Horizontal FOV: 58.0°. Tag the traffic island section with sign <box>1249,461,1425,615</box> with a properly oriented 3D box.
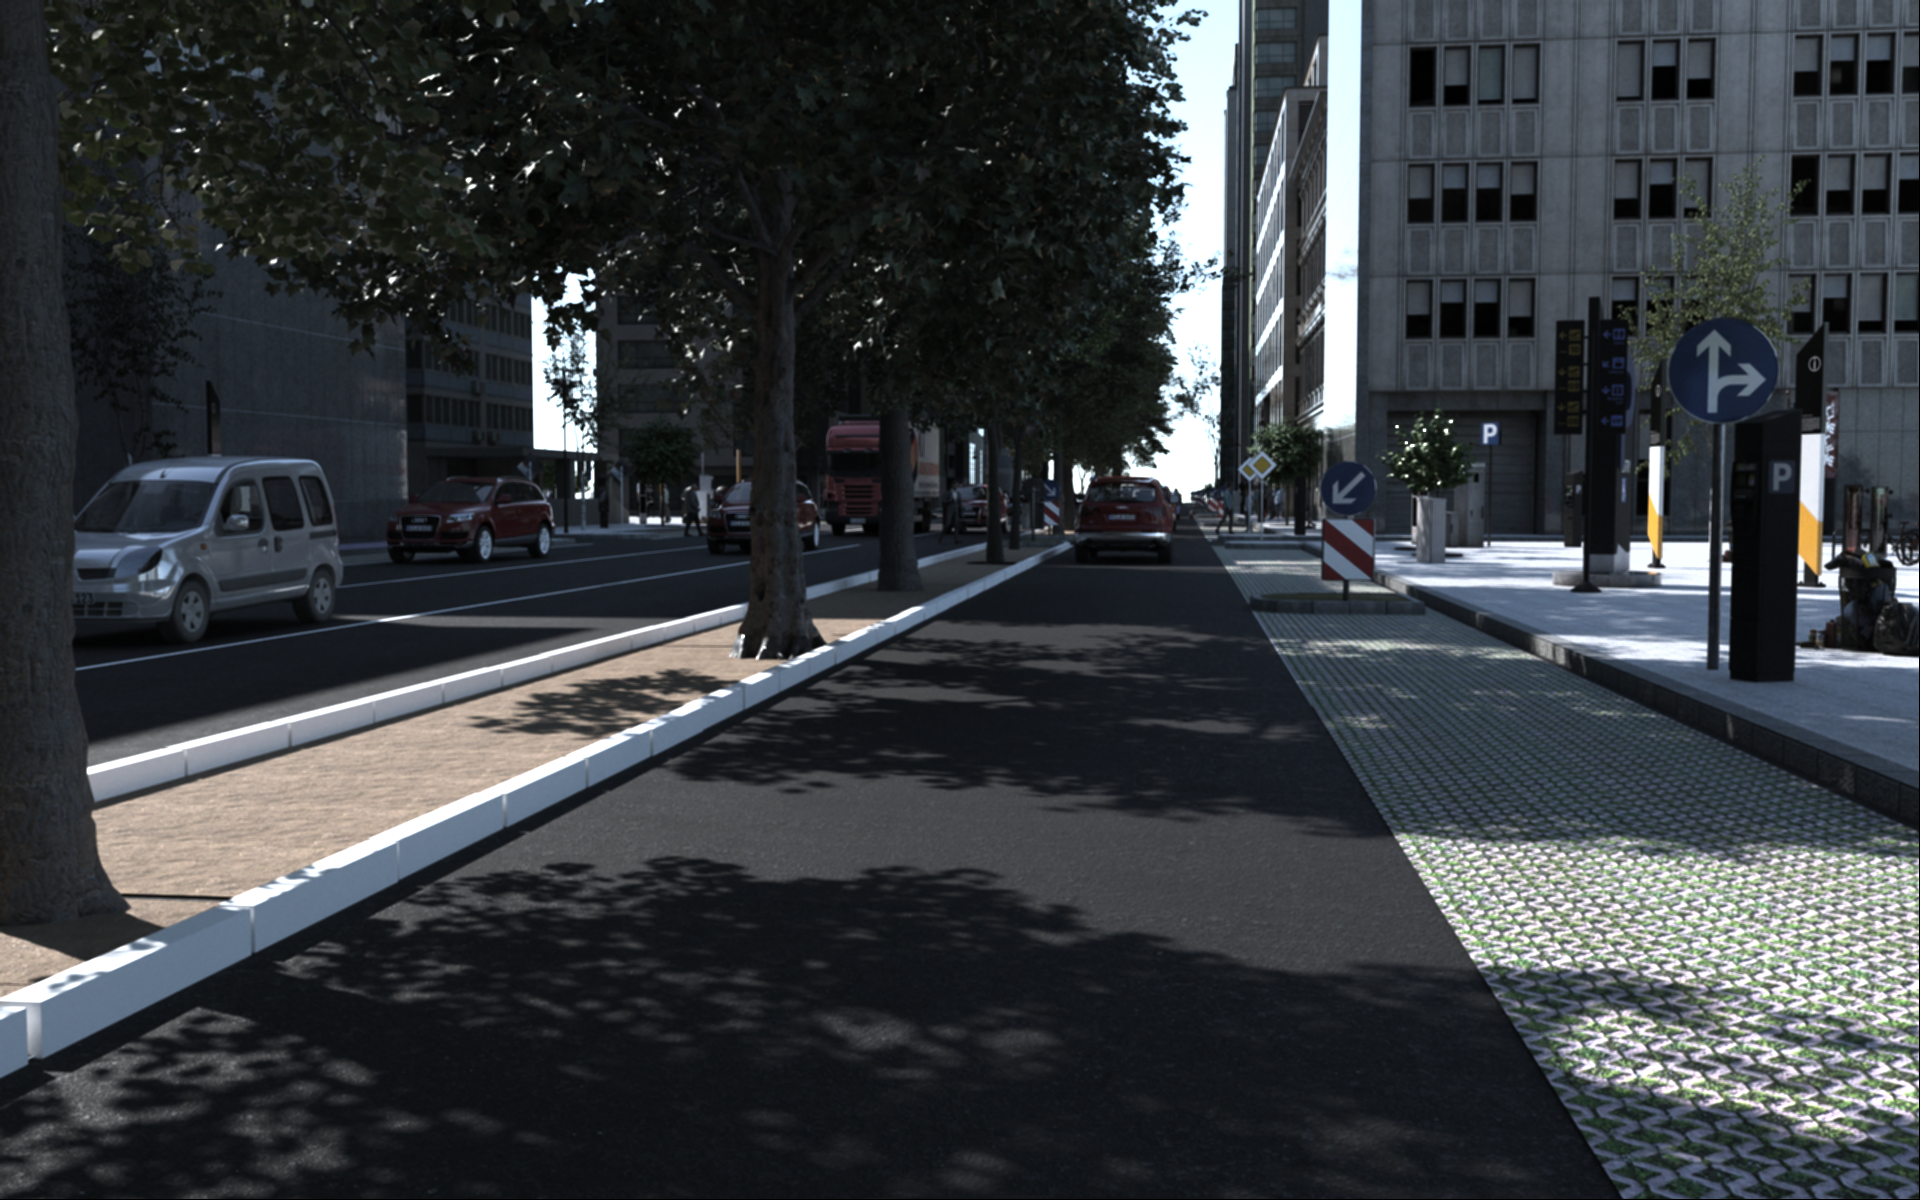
[{"bbox_3d":[4.616,-0.783,21.438,1.989,1.847,2.006,0,4,7],"label":"traffic island section with sign"}]

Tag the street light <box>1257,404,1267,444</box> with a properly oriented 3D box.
[{"bbox_3d":[15.517,-7.122,89.229,0.468,5.910,1.993,0,4,7],"label":"street light"}]

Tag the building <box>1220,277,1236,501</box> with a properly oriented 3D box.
[{"bbox_3d":[41.635,-28.035,230.067,14.160,30.474,14.107,0,4,7],"label":"building"}]

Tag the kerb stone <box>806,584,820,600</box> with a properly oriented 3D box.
[{"bbox_3d":[-2.088,-0.078,23.472,0.120,0.150,1.000,0,4,7],"label":"kerb stone"}]

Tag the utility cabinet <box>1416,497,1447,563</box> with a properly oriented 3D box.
[{"bbox_3d":[8.847,-1.306,32.515,0.306,1.237,1.020,0,3,0],"label":"utility cabinet"}]

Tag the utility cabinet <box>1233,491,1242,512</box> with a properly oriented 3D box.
[{"bbox_3d":[19.575,-6.870,120.995,0.318,1.500,1.173,-3,4,-36],"label":"utility cabinet"}]

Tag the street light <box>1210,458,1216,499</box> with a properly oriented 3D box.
[{"bbox_3d":[29.950,-14.123,203.696,0.468,5.910,1.993,0,4,7],"label":"street light"}]

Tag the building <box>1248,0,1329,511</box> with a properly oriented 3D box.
[{"bbox_3d":[30.025,-27.751,137.320,14.154,41.232,14.086,0,4,7],"label":"building"}]

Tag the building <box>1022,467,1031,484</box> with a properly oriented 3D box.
[{"bbox_3d":[-1.033,-39.118,259.188,23.786,49.044,30.456,0,4,7],"label":"building"}]

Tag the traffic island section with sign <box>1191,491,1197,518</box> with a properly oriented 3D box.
[{"bbox_3d":[14.969,-5.789,103.283,1.989,1.847,2.006,0,4,7],"label":"traffic island section with sign"}]

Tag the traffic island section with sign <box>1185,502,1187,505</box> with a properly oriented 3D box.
[{"bbox_3d":[24.650,-10.478,179.943,1.989,1.847,2.006,0,4,7],"label":"traffic island section with sign"}]

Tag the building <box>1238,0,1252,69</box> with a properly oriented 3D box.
[{"bbox_3d":[40.238,-39.367,185.649,21.231,58.520,28.212,0,4,7],"label":"building"}]

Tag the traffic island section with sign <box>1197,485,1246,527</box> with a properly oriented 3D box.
[{"bbox_3d":[11.534,-4.128,76.123,1.989,1.847,2.006,0,4,7],"label":"traffic island section with sign"}]

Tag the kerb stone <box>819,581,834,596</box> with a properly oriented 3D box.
[{"bbox_3d":[-1.969,-0.139,24.488,0.120,0.150,1.000,0,4,7],"label":"kerb stone"}]

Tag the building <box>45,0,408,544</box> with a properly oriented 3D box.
[{"bbox_3d":[-25.929,-13.740,42.675,19.932,24.808,12.078,0,4,7],"label":"building"}]

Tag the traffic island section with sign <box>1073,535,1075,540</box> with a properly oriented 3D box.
[{"bbox_3d":[2.866,-2.825,54.326,2.006,1.907,1.989,0,4,7],"label":"traffic island section with sign"}]

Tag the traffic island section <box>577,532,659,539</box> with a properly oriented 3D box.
[{"bbox_3d":[-11.037,-2.088,56.424,2.009,0.180,2.903,0,4,7],"label":"traffic island section"}]

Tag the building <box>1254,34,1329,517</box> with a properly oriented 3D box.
[{"bbox_3d":[29.247,-18.673,109.817,19.350,26.468,34.151,0,4,7],"label":"building"}]

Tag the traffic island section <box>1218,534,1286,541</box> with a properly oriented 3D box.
[{"bbox_3d":[9.044,-1.933,53.890,2.009,0.180,2.903,0,4,7],"label":"traffic island section"}]

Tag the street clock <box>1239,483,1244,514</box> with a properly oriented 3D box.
[{"bbox_3d":[17.801,-6.398,109.172,0.471,2.002,0.358,-3,5,-40],"label":"street clock"}]

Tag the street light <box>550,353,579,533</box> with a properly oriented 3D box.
[{"bbox_3d":[-13.002,-5.150,56.997,0.468,5.910,1.993,0,4,7],"label":"street light"}]

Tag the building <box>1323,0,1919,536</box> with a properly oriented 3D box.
[{"bbox_3d":[22.913,-14.679,58.024,19.932,24.808,12.078,0,4,7],"label":"building"}]

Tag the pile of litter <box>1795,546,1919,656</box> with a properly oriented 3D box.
[{"bbox_3d":[7.615,-0.021,14.307,1.176,0.858,1.719,-1,4,-11],"label":"pile of litter"}]

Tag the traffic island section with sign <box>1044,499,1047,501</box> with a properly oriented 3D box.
[{"bbox_3d":[11.834,-13.988,237.325,1.989,1.847,2.006,0,4,7],"label":"traffic island section with sign"}]

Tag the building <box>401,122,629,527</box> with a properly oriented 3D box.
[{"bbox_3d":[-31.480,-23.159,70.538,32.217,40.220,23.993,0,4,7],"label":"building"}]

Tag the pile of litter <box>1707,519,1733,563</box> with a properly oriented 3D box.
[{"bbox_3d":[14.761,-1.127,32.389,1.176,0.858,1.719,0,4,-4],"label":"pile of litter"}]

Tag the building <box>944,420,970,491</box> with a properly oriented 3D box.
[{"bbox_3d":[-6.879,-24.288,168.805,14.160,30.474,14.107,0,4,7],"label":"building"}]

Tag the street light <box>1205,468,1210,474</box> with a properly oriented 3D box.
[{"bbox_3d":[35.742,-16.866,248.550,0.468,5.910,1.993,0,4,7],"label":"street light"}]

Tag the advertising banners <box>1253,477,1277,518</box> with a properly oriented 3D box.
[{"bbox_3d":[16.625,-6.022,94.652,2.074,3.025,0.090,-3,4,-38],"label":"advertising banners"}]

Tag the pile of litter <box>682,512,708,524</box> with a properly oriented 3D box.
[{"bbox_3d":[-11.189,-3.682,74.165,1.719,0.858,1.176,-3,5,-40],"label":"pile of litter"}]

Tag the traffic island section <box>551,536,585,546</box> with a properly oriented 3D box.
[{"bbox_3d":[-12.039,-1.604,48.502,2.009,0.180,2.903,0,4,7],"label":"traffic island section"}]

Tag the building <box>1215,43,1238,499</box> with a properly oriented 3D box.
[{"bbox_3d":[51.014,-51.085,273.489,20.563,71.187,20.611,0,4,7],"label":"building"}]

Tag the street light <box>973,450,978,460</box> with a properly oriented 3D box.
[{"bbox_3d":[1.483,-12.156,171.542,0.468,5.910,1.993,0,4,7],"label":"street light"}]

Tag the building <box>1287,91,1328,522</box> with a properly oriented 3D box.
[{"bbox_3d":[22.073,-15.072,82.584,11.583,22.565,21.152,0,4,7],"label":"building"}]

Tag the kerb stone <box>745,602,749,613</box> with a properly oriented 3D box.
[{"bbox_3d":[-2.473,0.109,20.419,0.120,0.150,1.000,0,4,7],"label":"kerb stone"}]

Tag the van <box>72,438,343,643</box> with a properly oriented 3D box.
[{"bbox_3d":[-8.047,-0.673,18.015,2.013,2.044,4.112,0,4,6],"label":"van"}]

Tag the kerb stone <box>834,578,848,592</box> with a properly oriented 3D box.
[{"bbox_3d":[-1.845,-0.198,25.503,0.120,0.150,1.000,0,4,7],"label":"kerb stone"}]

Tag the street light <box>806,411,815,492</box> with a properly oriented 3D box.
[{"bbox_3d":[-8.229,-7.477,95.037,0.468,5.910,1.993,0,4,7],"label":"street light"}]

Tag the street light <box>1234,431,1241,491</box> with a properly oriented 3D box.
[{"bbox_3d":[20.282,-9.423,126.849,0.468,5.910,1.993,0,4,7],"label":"street light"}]

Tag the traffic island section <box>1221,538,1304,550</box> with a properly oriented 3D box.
[{"bbox_3d":[8.042,-1.449,45.967,2.009,0.180,2.903,0,4,7],"label":"traffic island section"}]

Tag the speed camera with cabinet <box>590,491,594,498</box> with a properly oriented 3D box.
[{"bbox_3d":[-22.173,-6.981,108.477,2.038,3.252,0.660,-3,5,-43],"label":"speed camera with cabinet"}]

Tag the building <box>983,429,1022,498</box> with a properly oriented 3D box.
[{"bbox_3d":[-3.494,-42.052,229.545,21.231,58.520,28.212,0,4,7],"label":"building"}]

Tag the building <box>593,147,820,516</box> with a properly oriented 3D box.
[{"bbox_3d":[-13.343,-20.397,105.194,14.160,30.474,14.107,0,4,7],"label":"building"}]

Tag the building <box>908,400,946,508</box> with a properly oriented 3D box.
[{"bbox_3d":[-9.120,-28.767,153.932,14.154,41.232,14.086,0,4,7],"label":"building"}]

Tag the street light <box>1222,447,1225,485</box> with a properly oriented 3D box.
[{"bbox_3d":[25.245,-11.816,165.972,0.468,5.910,1.993,0,4,7],"label":"street light"}]

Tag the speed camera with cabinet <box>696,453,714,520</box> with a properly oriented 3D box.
[{"bbox_3d":[-12.127,-5.375,82.211,0.660,3.252,2.038,0,4,1],"label":"speed camera with cabinet"}]

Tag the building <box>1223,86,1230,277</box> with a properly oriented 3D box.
[{"bbox_3d":[48.478,-43.281,249.636,21.231,58.520,28.212,0,4,7],"label":"building"}]

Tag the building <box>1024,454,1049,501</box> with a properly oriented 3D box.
[{"bbox_3d":[7.057,-31.199,281.802,14.160,30.474,14.107,0,4,7],"label":"building"}]

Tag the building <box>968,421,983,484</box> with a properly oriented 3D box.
[{"bbox_3d":[-8.233,-53.656,189.955,22.319,86.520,31.000,0,4,7],"label":"building"}]

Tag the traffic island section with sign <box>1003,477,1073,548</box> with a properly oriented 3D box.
[{"bbox_3d":[1.927,-2.376,46.979,2.006,1.907,1.989,0,4,7],"label":"traffic island section with sign"}]

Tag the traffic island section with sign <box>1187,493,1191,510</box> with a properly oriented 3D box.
[{"bbox_3d":[21.275,-8.842,153.199,1.989,1.847,2.006,0,4,7],"label":"traffic island section with sign"}]

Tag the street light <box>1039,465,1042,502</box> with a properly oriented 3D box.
[{"bbox_3d":[11.760,-17.138,252.991,0.468,5.910,1.993,0,4,7],"label":"street light"}]

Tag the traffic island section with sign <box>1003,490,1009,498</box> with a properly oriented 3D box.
[{"bbox_3d":[4.892,-10.631,182.441,1.989,1.847,2.006,0,4,7],"label":"traffic island section with sign"}]

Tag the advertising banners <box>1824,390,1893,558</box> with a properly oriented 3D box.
[{"bbox_3d":[15.348,-2.050,29.702,2.074,3.025,0.090,-2,4,-30],"label":"advertising banners"}]
